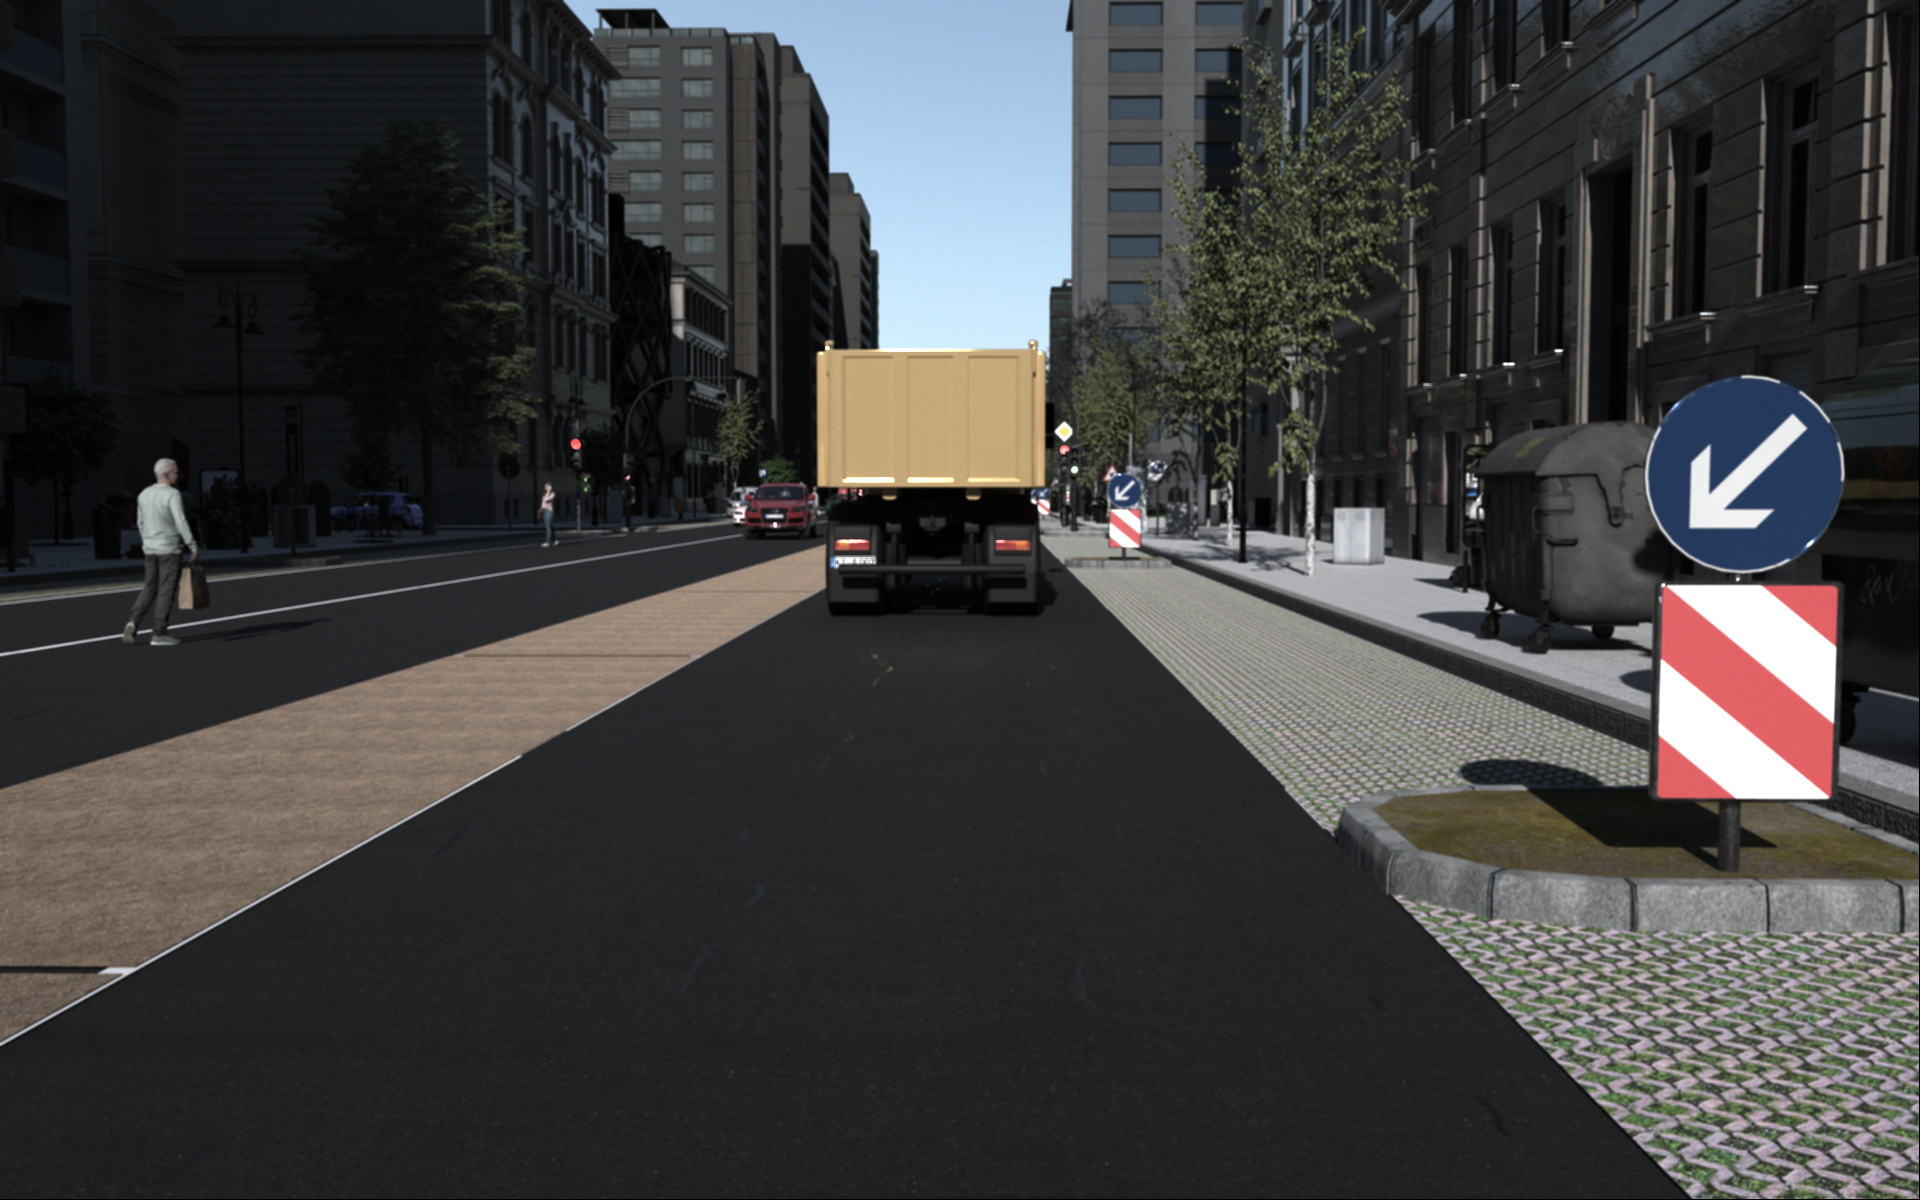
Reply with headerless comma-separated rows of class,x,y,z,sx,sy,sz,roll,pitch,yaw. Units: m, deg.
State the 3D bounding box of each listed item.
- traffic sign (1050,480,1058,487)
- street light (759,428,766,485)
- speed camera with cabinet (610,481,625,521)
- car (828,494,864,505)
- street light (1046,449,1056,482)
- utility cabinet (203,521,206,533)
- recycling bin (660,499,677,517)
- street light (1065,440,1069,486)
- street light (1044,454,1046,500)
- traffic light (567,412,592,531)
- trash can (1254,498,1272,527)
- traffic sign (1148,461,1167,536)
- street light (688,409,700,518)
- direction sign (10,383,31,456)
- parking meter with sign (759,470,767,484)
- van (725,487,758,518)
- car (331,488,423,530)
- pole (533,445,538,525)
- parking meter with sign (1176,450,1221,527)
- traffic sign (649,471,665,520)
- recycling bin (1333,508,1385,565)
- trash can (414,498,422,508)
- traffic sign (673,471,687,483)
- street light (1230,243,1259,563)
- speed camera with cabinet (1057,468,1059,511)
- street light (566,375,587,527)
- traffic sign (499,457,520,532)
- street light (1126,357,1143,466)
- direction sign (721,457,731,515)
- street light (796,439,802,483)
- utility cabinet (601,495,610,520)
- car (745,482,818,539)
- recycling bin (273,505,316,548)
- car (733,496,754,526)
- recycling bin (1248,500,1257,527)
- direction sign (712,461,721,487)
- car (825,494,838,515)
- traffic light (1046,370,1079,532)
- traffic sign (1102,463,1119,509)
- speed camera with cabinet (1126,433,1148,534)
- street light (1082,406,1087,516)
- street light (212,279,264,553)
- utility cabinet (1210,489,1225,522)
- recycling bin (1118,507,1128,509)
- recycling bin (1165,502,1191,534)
traffic sign,6.975,-7.696,125.837,0.884,2.594,0.081,0,4,1
street light,-13.848,-9.065,120.993,0.468,5.910,1.993,0,4,1
speed camera with cabinet,-16.269,-5.392,82.497,0.660,3.252,2.038,0,4,-4
car,-4.966,-4.149,79.631,2.131,1.459,4.920,0,4,1
street light,7.543,-10.314,141.423,0.468,5.910,1.993,0,4,1
utility cabinet,-23.631,-2.827,54.899,0.318,1.500,1.173,0,4,-3
recycling bin,-16.162,-5.100,95.939,0.722,1.027,0.722,1,4,14
street light,6.972,-8.697,114.990,0.468,5.910,1.993,0,4,1
street light,8.026,-11.725,164.488,0.468,5.910,1.993,0,4,1
traffic light,-13.054,-4.306,59.318,0.839,4.253,0.868,0,4,1
trash can,11.653,-3.365,66.669,0.748,1.137,0.748,0,3,0
traffic sign,6.030,-3.101,52.826,0.606,2.300,0.079,0,4,5
street light,-14.510,-7.448,94.562,0.468,5.910,1.993,0,4,1
direction sign,-19.433,-2.652,35.357,0.876,3.537,0.379,-1,4,-12
parking meter with sign,-13.765,-7.795,123.709,0.543,3.016,1.738,1,4,15
van,-12.136,-5.548,97.713,2.013,2.044,4.112,0,4,1
car,-21.595,-3.288,63.356,3.694,1.707,1.945,0,4,1
pole,-17.701,-4.792,72.192,0.158,3.312,0.155,0,3,0
parking meter with sign,9.417,-4.414,68.438,1.738,3.016,0.543,1,4,18
traffic sign,-14.951,-5.155,85.467,0.795,2.450,0.064,1,4,9
recycling bin,7.303,-1.172,31.710,0.722,1.027,0.722,3,4,38
trash can,-21.594,-3.467,68.334,0.748,1.137,0.748,0,3,0
traffic sign,-14.652,-5.531,90.546,0.768,2.556,0.104,0,4,5
street light,5.278,-3.632,32.166,0.468,5.910,1.993,0,4,1
speed camera with cabinet,7.319,-8.549,134.110,0.660,3.252,2.038,0,4,-7
street light,-14.937,-5.798,67.585,0.468,5.910,1.993,0,4,1
traffic sign,-15.407,-3.615,59.210,0.768,2.556,0.104,1,4,11
street light,5.894,-5.248,58.598,0.468,5.910,1.993,0,4,1
direction sign,-14.075,-6.939,105.448,0.379,3.537,0.876,0,4,4
street light,-13.436,-10.480,144.127,0.468,5.910,1.993,0,4,1
utility cabinet,-17.452,-4.546,85.488,0.306,1.237,1.020,0,4,0
car,-5.783,-2.915,56.328,2.281,1.827,5.304,0,4,-1
recycling bin,-15.995,-1.778,41.622,0.722,1.027,0.722,3,4,36
car,-9.026,-4.023,78.134,2.083,1.381,4.827,0,4,3
recycling bin,11.888,-3.433,68.680,0.722,1.027,0.722,2,4,32
direction sign,-16.598,-7.771,119.052,0.876,3.537,0.379,-2,4,-32
car,-8.354,-6.706,121.447,2.131,1.459,4.920,0,4,2
traffic light,1.761,-5.152,58.902,4.771,5.953,1.251,0,4,1
traffic sign,6.419,-4.469,73.079,0.884,2.594,0.081,1,4,9
speed camera with cabinet,5.723,-3.765,55.899,0.660,3.252,2.038,0,4,3
street light,6.428,-7.081,88.556,0.468,5.910,1.993,0,4,1
street light,-15.538,-3.954,37.432,0.468,5.910,1.993,0,4,1
utility cabinet,11.529,-4.210,77.513,0.318,1.500,1.173,2,4,28
recycling bin,10.700,-6.076,111.901,0.722,1.027,0.722,-1,4,-21
recycling bin,7.042,-2.654,55.947,0.722,1.027,0.722,1,4,15
